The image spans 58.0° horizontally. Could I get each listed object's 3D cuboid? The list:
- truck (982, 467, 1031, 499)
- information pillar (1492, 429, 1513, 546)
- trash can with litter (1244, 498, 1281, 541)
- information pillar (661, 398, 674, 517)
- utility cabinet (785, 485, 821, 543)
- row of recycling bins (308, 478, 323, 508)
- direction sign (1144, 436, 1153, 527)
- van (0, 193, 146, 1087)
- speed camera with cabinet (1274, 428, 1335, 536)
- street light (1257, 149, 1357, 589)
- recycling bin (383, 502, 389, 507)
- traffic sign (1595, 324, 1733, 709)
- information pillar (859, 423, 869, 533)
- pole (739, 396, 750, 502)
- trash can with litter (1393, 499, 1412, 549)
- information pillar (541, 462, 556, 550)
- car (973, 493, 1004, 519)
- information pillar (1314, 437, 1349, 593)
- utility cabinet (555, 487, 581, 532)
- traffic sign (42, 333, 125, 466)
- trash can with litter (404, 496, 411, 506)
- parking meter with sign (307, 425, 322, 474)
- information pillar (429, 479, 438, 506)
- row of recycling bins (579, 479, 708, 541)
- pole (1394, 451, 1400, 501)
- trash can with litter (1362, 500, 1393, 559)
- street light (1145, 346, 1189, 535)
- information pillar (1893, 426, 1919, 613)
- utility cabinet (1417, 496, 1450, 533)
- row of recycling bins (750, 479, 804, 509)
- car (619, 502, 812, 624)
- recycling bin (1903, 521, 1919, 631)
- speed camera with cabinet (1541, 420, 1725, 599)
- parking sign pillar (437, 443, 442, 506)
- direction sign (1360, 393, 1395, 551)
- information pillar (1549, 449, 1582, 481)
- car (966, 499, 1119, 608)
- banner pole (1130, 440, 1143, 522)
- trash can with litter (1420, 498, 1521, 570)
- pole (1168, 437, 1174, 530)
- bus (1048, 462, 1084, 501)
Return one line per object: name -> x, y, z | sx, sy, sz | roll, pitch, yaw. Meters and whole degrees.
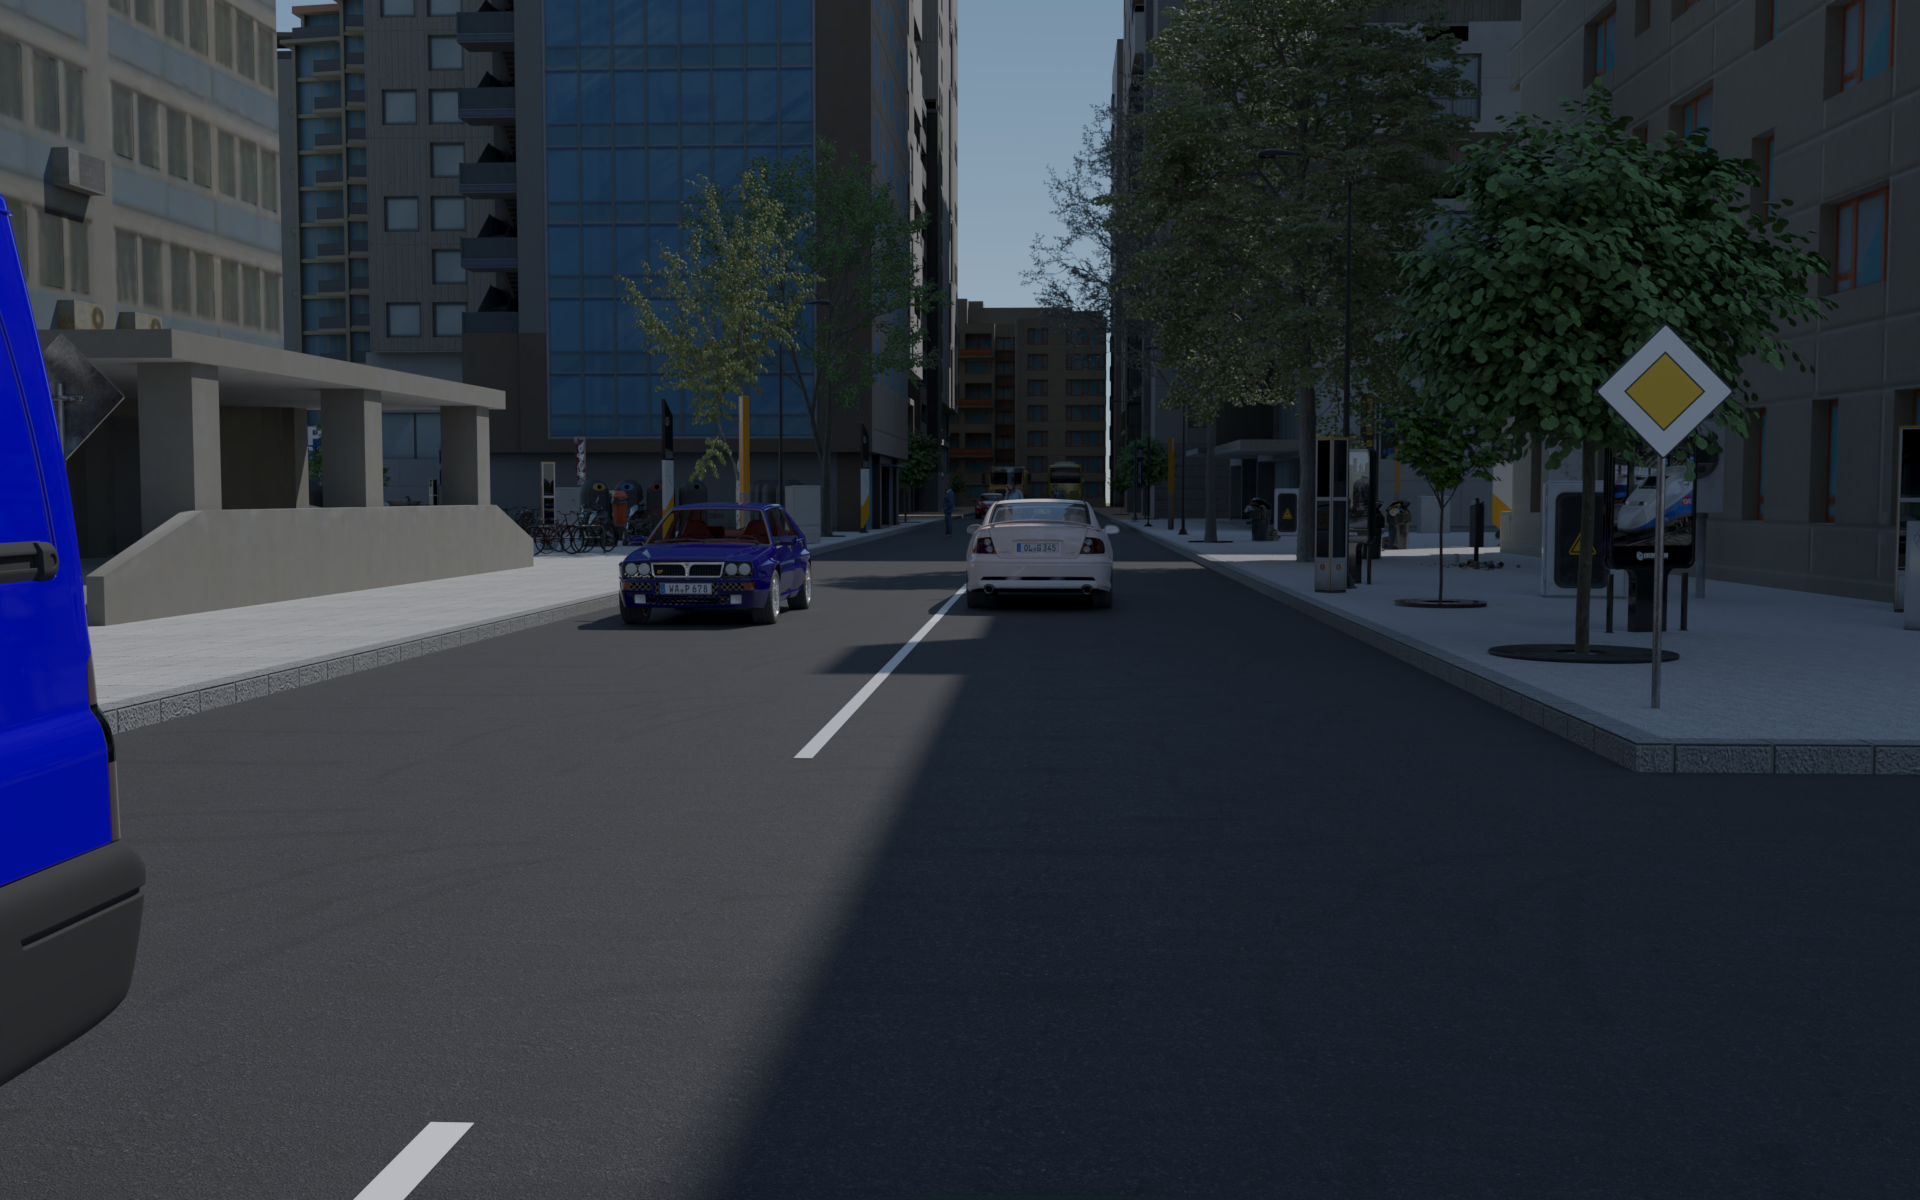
truck -> 3.522, -7.909, 125.232 | 3.469, 3.379, 9.791 | 0, 4, 4
information pillar -> 13.412, -3.142, 42.719 | 0.504, 3.616, 0.183 | 2, 4, 31
trash can with litter -> 8.287, -2.196, 47.293 | 0.624, 1.170, 1.055 | 3, 5, 41
information pillar -> -7.184, -3.131, 42.546 | 0.183, 3.616, 0.504 | 1, 4, 16
utility cabinet -> -4.033, -2.182, 44.357 | 0.318, 1.500, 1.173 | 2, 4, 29
row of recycling bins -> -16.349, -2.173, 42.643 | 3.534, 1.692, 1.069 | 1, 4, 14
direction sign -> 7.447, -4.673, 68.401 | 0.379, 3.537, 0.876 | 0, 4, 1
van -> -2.683, 0.209, 0.973 | 2.240, 2.365, 5.245 | 0, 4, 1
speed camera with cabinet -> 10.531, -3.544, 52.284 | 2.038, 3.252, 0.660 | 3, 4, 37
street light -> 4.692, -3.113, 23.441 | 1.470, 5.913, 1.316 | 0, 4, 3
recycling bin -> -17.490, -2.444, 52.520 | 0.722, 1.027, 0.722 | 0, 4, -2
traffic sign -> 4.161, -0.408, 10.307 | 0.795, 2.450, 0.064 | 0, 4, 3
information pillar -> -3.133, -4.013, 56.969 | 0.183, 3.616, 0.504 | 1, 4, 22
pole -> -4.501, -2.589, 36.173 | 0.158, 3.312, 0.155 | 0, 3, 0
trash can with litter -> 10.068, -1.774, 40.398 | 0.624, 1.170, 1.055 | -1, 4, -17
information pillar -> -9.441, -2.156, 39.738 | 0.304, 2.012, 0.304 | -1, 4, -17
car -> 1.860, -5.686, 102.009 | 2.155, 1.783, 4.494 | 0, 4, 4
information pillar -> 4.828, -1.102, 22.512 | 0.304, 2.012, 0.304 | -2, 4, -32
utility cabinet -> -12.859, -2.983, 57.452 | 1.173, 1.500, 0.318 | 0, 4, 8
traffic sign -> -5.617, -0.441, 10.860 | 0.795, 2.450, 0.064 | 0, 4, 3
trash can with litter -> -21.960, -3.541, 68.948 | 1.678, 1.210, 2.233 | -2, 4, -29
parking meter with sign -> -16.259, -2.959, 44.647 | 0.543, 3.016, 1.738 | 0, 4, 1
information pillar -> -25.782, -4.914, 84.844 | 0.304, 2.012, 0.304 | 3, 5, 40
row of recycling bins -> -8.729, -2.488, 47.784 | 3.534, 1.692, 1.069 | 0, 4, -3
pole -> 14.482, -3.885, 57.368 | 0.158, 3.312, 0.155 | 0, 3, 0
trash can with litter -> 7.912, -1.399, 34.262 | 0.624, 1.170, 1.055 | -2, 4, -26
street light -> 6.485, -5.005, 54.373 | 1.470, 5.913, 1.316 | 0, 4, 3
information pillar -> 10.320, -0.870, 18.722 | 0.304, 2.012, 0.304 | 3, 5, 39
utility cabinet -> 15.459, -2.773, 56.507 | 1.020, 1.237, 0.306 | 0, 4, -8
row of recycling bins -> -5.261, -2.583, 49.342 | 1.069, 1.692, 3.534 | -2, 4, -24
car -> -2.805, -0.474, 20.333 | 1.945, 1.354, 3.894 | 0, 4, 3
recycling bin -> 9.392, -0.226, 16.252 | 0.722, 1.027, 0.722 | -3, 4, -37
speed camera with cabinet -> 8.248, -1.647, 21.266 | 2.038, 3.252, 0.660 | 1, 4, 17
parking sign pillar -> -19.587, -4.757, 66.249 | 1.447, 3.967, 1.447 | -2, 4, -31
direction sign -> 9.363, -2.867, 38.865 | 0.876, 3.537, 0.379 | 3, 5, 44
information pillar -> 9.302, -2.158, 26.642 | 0.504, 3.616, 0.183 | 0, 4, 7
car -> 1.098, -0.661, 23.170 | 2.083, 1.381, 4.827 | 0, 4, 4
banner pole -> 8.271, -5.542, 80.627 | 0.401, 3.779, 0.863 | 3, 5, 42
trash can with litter -> 8.916, -1.170, 30.194 | 1.678, 1.210, 2.233 | 1, 4, 14
pole -> 7.567, -4.174, 62.085 | 0.158, 3.312, 0.155 | 0, 3, 0
bus -> 8.028, -8.574, 131.732 | 2.896, 3.916, 12.252 | 0, 4, 4
